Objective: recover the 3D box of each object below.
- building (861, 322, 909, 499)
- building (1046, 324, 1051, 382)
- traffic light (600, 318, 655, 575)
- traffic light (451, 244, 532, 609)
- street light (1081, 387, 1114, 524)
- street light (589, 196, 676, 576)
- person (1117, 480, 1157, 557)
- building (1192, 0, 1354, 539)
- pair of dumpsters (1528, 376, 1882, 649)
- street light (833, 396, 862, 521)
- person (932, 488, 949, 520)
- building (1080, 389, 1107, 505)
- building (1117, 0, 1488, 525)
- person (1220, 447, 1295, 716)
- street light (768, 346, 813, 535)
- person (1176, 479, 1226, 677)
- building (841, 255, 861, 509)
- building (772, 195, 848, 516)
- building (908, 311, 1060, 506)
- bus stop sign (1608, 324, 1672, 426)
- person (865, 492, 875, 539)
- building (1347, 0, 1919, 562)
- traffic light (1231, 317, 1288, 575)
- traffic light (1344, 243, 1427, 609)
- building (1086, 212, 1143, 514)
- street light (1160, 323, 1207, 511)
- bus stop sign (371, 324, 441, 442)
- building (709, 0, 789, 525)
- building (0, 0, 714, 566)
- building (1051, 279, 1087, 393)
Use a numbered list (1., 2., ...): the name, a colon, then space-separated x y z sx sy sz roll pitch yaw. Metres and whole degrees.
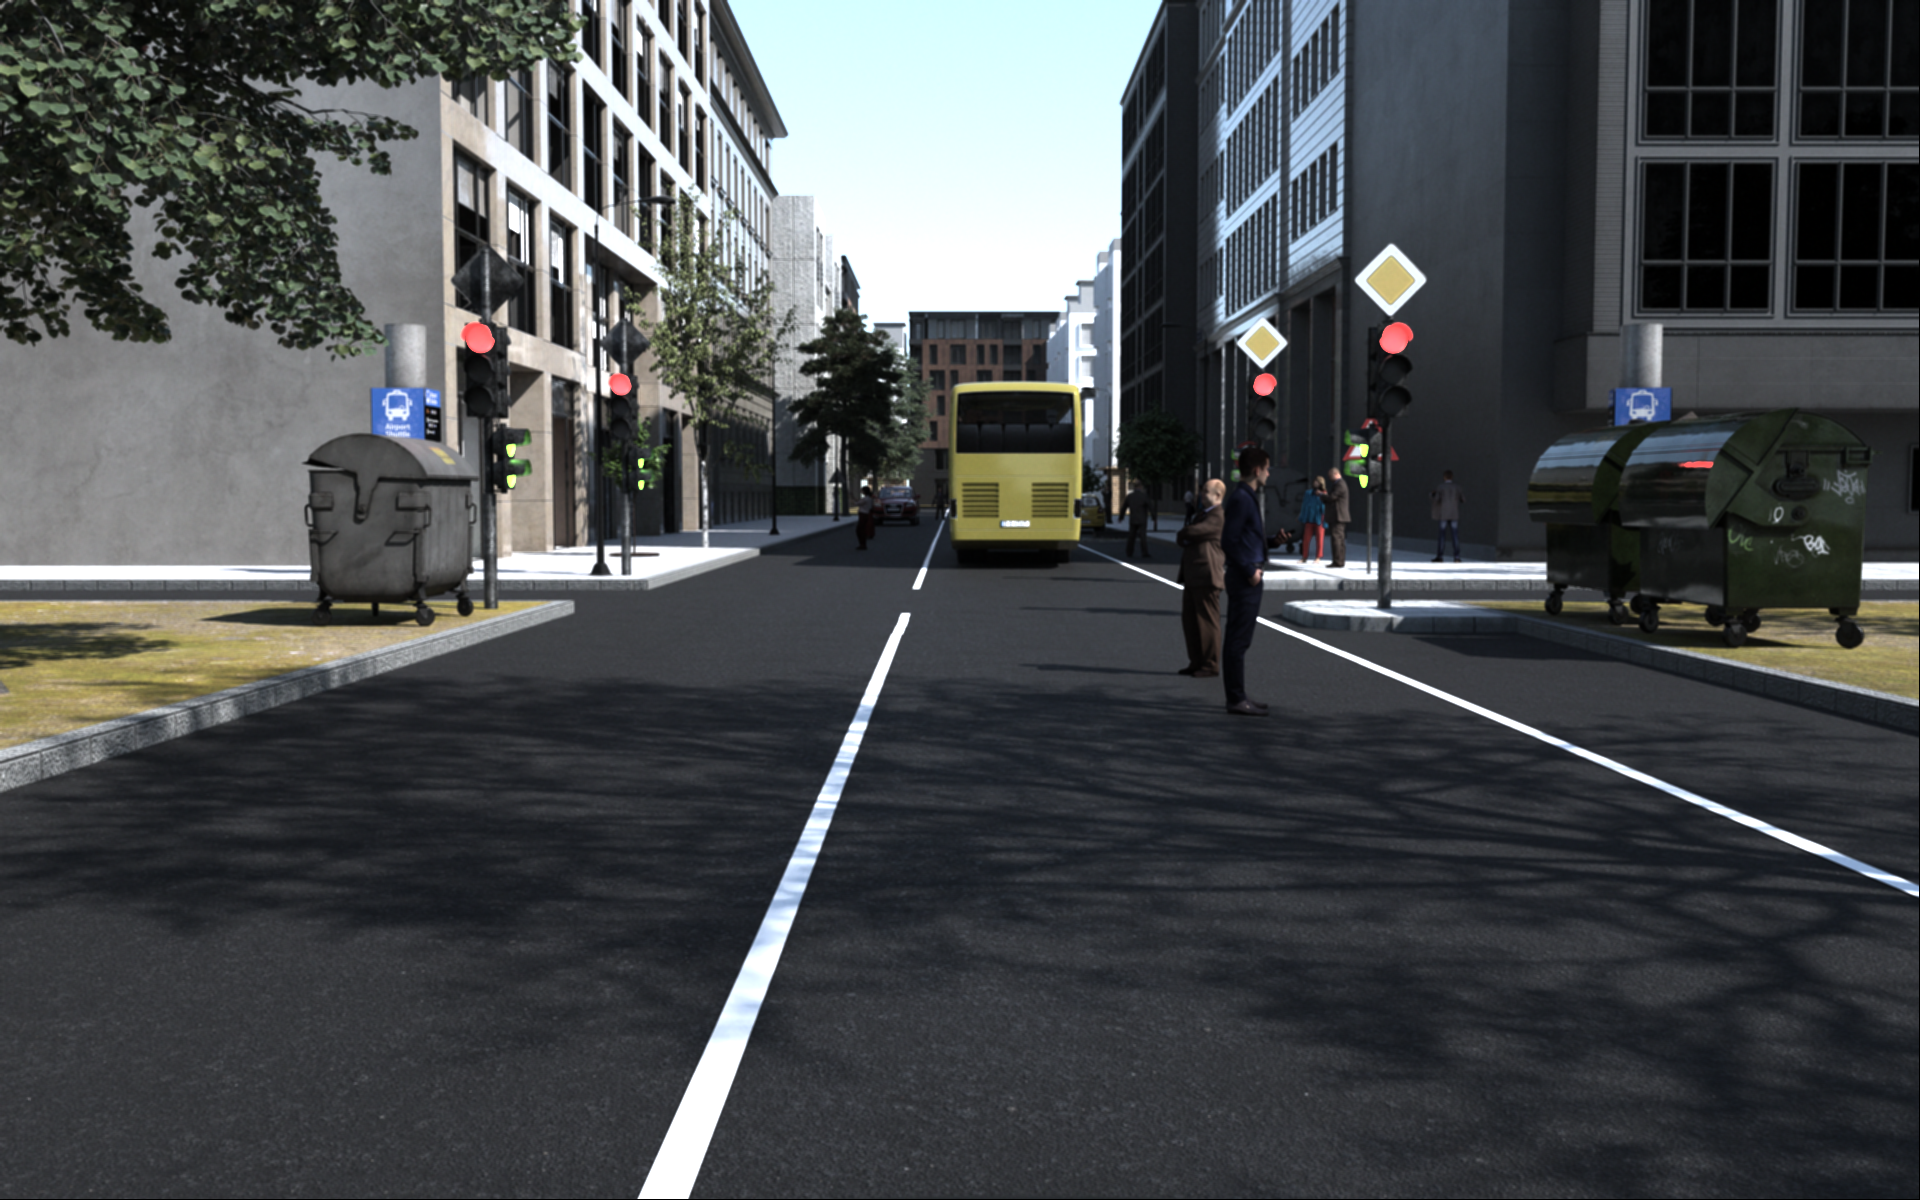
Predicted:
1. building: -11.652 -20.818 196.800 11.380 20.091 16.016 0 4 0
2. building: 16.594 -19.179 169.994 16.016 20.091 11.380 0 4 0
3. traffic light: -5.251 -2.324 27.236 0.839 4.213 0.868 0 4 0
4. traffic light: -5.226 -1.835 19.251 0.839 4.213 0.868 0 4 0
5. street light: 5.949 -6.269 75.034 1.470 5.913 1.316 0 4 0
6. street light: -5.123 -3.339 27.126 1.470 5.913 1.316 0 4 0
7. person: 4.074 -1.871 39.648 0.990 1.755 0.434 2 4 34
8. building: 16.102 -17.464 63.035 11.434 29.767 29.804 0 4 0
9. pair of dumpsters: 6.853 -0.848 16.355 1.574 2.255 4.436 0 3 0
10. street light: -5.346 -6.709 82.228 1.470 5.913 1.316 0 4 0
11. person: -1.058 -5.259 95.034 0.990 1.755 0.434 0 4 -2
12. building: 14.478 -12.034 138.905 9.099 9.664 28.070 0 4 0
13. building: 16.422 -18.161 90.445 14.314 27.812 24.014 0 4 0
14. person: 1.929 -0.130 11.339 0.504 1.737 0.576 0 4 2
15. street light: -5.313 -5.010 54.449 1.470 5.913 1.316 0 4 0
16. person: 1.894 -0.171 13.561 0.388 1.546 0.482 0 4 -7
17. building: -26.088 -19.458 162.111 32.646 21.610 27.936 0 4 0
18. building: -17.021 -15.407 118.360 16.747 18.905 31.486 0 4 0
19. building: 10.482 -22.025 204.085 32.646 21.610 27.936 0 4 0
20. bus stop sign: 10.613 -2.329 27.094 0.837 3.901 0.837 1 4 15
21. person: -2.948 -2.719 55.424 0.387 1.526 0.523 3 5 43
22. building: 21.904 -14.891 36.979 24.014 27.812 14.314 0 4 0
23. traffic light: 4.710 -2.326 27.283 0.839 4.213 0.868 0 4 0
24. traffic light: 4.735 -1.838 19.298 0.839 4.213 0.868 0 4 0
25. building: 17.321 -16.054 118.906 16.016 20.091 11.380 0 4 0
26. street light: 6.134 -4.564 47.169 1.470 5.913 1.316 0 4 0
27. bus stop sign: -8.656 -2.330 27.114 0.837 3.901 0.837 0 4 -1
28. building: -17.262 -15.038 79.163 16.112 22.955 30.059 0 4 0
29. building: -18.763 -14.831 47.006 19.350 26.468 34.151 0 4 0
30. building: 16.926 -18.462 158.281 16.016 20.091 11.380 0 4 0
